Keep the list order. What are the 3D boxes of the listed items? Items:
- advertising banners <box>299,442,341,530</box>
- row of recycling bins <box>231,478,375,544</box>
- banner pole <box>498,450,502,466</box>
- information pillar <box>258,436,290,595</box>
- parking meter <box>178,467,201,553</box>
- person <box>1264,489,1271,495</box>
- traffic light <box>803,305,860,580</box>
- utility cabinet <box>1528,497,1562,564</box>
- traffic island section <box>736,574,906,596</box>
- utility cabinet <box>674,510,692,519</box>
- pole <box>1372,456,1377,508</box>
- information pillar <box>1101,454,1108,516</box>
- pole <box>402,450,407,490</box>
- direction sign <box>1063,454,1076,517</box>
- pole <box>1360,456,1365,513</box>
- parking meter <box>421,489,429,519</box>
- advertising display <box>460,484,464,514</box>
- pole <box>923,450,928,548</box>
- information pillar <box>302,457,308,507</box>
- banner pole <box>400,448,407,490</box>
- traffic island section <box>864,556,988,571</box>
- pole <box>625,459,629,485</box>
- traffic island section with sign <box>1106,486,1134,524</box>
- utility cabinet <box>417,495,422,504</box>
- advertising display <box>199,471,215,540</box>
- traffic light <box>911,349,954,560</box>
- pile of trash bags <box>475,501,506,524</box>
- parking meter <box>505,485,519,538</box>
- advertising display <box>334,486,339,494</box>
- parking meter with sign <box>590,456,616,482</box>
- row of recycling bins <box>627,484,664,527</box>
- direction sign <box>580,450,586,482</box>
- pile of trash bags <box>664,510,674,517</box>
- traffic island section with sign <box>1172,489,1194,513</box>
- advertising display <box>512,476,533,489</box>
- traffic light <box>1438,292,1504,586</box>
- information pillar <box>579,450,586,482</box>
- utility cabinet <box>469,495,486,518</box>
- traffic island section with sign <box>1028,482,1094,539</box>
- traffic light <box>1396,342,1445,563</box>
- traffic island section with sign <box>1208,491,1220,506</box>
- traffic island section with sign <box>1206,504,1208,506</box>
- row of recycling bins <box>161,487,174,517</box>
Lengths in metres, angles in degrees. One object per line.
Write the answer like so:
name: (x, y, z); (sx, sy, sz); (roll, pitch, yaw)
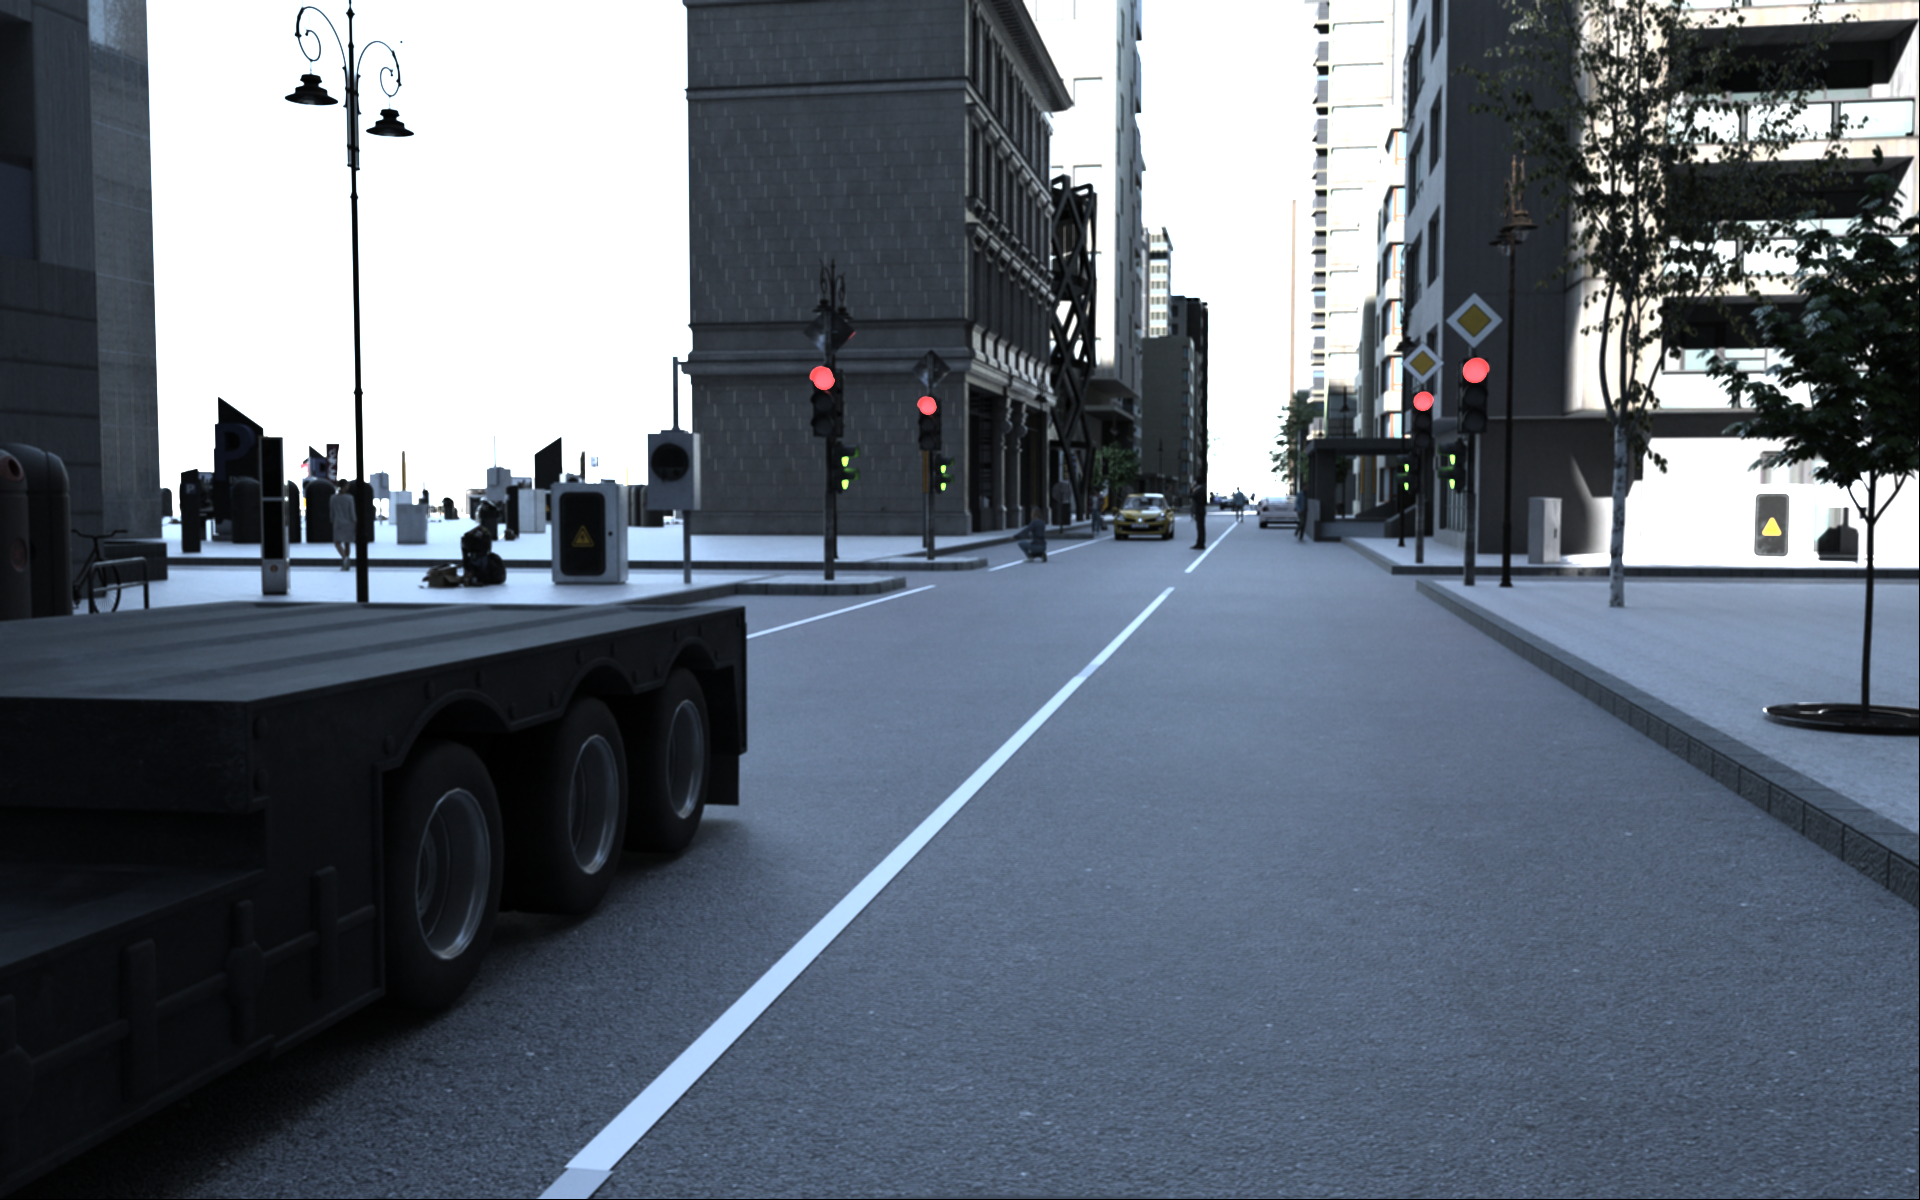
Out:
advertising banners: (-22.010, -3.827, 58.754); (2.074, 3.025, 0.090); (0, 4, 1)
row of recycling bins: (-17.330, -2.364, 45.761); (3.534, 1.692, 1.069); (-2, 4, -27)
banner pole: (-25.998, -6.603, 97.976); (0.401, 3.779, 0.863); (0, 4, -3)
information pillar: (-8.740, -1.076, 22.081); (0.304, 2.012, 0.304); (-1, 4, -14)
parking meter: (-16.905, -1.974, 37.992); (0.399, 1.863, 0.255); (-2, 4, -32)
person: (25.079, -8.112, 141.217); (1.350, 1.814, 0.705); (2, 4, 24)
traffic light: (-1.939, -2.256, 25.800); (0.839, 4.253, 0.868); (1, 4, 10)
utility cabinet: (10.811, -1.275, 32.001); (0.306, 1.237, 1.020); (3, 4, 36)
traffic island section: (-1.977, -0.224, 25.942); (2.009, 0.180, 2.903); (1, 4, 10)
utility cabinet: (-13.871, -4.826, 87.587); (1.173, 1.500, 0.318); (-1, 4, -21)
pole: (18.725, -5.165, 78.290); (0.158, 3.312, 0.155); (0, 3, 0)
information pillar: (8.534, -6.792, 102.406); (0.504, 3.616, 0.183); (-2, 4, -28)
pole: (-25.645, -5.267, 79.951); (0.158, 3.312, 0.155); (0, 3, 0)
direction sign: (6.173, -6.461, 97.638); (0.876, 3.537, 0.379); (2, 4, 35)
pole: (21.489, -6.033, 92.482); (0.158, 3.312, 0.155); (0, 3, 0)
parking meter: (-27.910, -5.016, 90.418); (0.372, 1.533, 0.369); (0, 3, 0)
advertising display: (-32.291, -6.546, 112.246); (0.123, 1.923, 0.974); (-1, 4, -22)
pole: (-0.788, -2.903, 41.308); (0.158, 3.312, 0.155); (0, 3, 0)
information pillar: (-38.696, -6.805, 102.617); (0.504, 3.616, 0.183); (-1, 4, -14)
banner pole: (-30.412, -6.403, 94.703); (0.401, 3.779, 0.863); (-3, 5, -44)
traffic island section: (-0.592, -0.705, 33.806); (2.009, 0.180, 2.903); (1, 4, 10)
pole: (-19.459, -6.573, 101.315); (0.158, 3.312, 0.155); (0, 3, 0)
traffic island section with sign: (8.012, -4.523, 82.571); (1.989, 1.847, 2.006); (1, 4, 10)
utility cabinet: (-32.032, -5.605, 102.808); (0.306, 1.237, 1.020); (-1, 4, -12)
advertising display: (-21.075, -2.616, 47.978); (0.123, 1.923, 0.974); (2, 4, 24)
traffic light: (-0.554, -2.737, 33.665); (0.839, 4.253, 0.868); (1, 4, 10)
pile of trash bags: (-19.441, -4.056, 76.072); (3.447, 1.369, 1.912); (-3, 5, -43)
parking meter: (-13.043, -2.570, 50.434); (0.372, 1.533, 0.369); (0, 3, 0)
advertising display: (-29.034, -4.597, 80.371); (0.123, 1.923, 0.974); (0, 4, -2)
parking meter with sign: (-16.148, -5.097, 79.591); (0.543, 3.016, 1.738); (3, 4, 36)
row of recycling bins: (-12.651, -3.766, 68.691); (1.069, 1.692, 3.534); (-2, 4, -27)
direction sign: (-19.394, -5.942, 89.153); (0.379, 3.537, 0.876); (0, 4, 2)
pile of trash bags: (-14.865, -5.308, 96.533); (3.447, 1.369, 1.912); (2, 4, 27)
traffic island section with sign: (16.693, -7.539, 131.885); (1.989, 1.847, 2.006); (1, 4, 10)
advertising display: (-15.723, -3.474, 62.011); (0.123, 1.923, 0.974); (3, 5, 40)
traffic light: (7.135, -2.159, 24.223); (0.839, 4.253, 0.868); (1, 4, 10)
information pillar: (-19.776, -6.088, 90.887); (0.183, 3.616, 0.504); (2, 4, 25)
utility cabinet: (-26.114, -5.061, 93.907); (1.020, 1.237, 0.306); (1, 4, 23)
traffic island section with sign: (3.283, -2.881, 55.729); (1.989, 1.847, 2.006); (1, 4, 10)
traffic light: (8.521, -2.640, 32.088); (0.839, 4.253, 0.868); (1, 4, 10)
traffic island section with sign: (31.100, -12.540, 213.653); (1.989, 1.847, 2.006); (1, 4, 10)
traffic island section with sign: (21.371, -9.162, 158.433); (1.989, 1.847, 2.006); (1, 4, 10)
row of recycling bins: (-46.427, -5.557, 97.963); (3.534, 1.692, 1.069); (-1, 4, -21)
